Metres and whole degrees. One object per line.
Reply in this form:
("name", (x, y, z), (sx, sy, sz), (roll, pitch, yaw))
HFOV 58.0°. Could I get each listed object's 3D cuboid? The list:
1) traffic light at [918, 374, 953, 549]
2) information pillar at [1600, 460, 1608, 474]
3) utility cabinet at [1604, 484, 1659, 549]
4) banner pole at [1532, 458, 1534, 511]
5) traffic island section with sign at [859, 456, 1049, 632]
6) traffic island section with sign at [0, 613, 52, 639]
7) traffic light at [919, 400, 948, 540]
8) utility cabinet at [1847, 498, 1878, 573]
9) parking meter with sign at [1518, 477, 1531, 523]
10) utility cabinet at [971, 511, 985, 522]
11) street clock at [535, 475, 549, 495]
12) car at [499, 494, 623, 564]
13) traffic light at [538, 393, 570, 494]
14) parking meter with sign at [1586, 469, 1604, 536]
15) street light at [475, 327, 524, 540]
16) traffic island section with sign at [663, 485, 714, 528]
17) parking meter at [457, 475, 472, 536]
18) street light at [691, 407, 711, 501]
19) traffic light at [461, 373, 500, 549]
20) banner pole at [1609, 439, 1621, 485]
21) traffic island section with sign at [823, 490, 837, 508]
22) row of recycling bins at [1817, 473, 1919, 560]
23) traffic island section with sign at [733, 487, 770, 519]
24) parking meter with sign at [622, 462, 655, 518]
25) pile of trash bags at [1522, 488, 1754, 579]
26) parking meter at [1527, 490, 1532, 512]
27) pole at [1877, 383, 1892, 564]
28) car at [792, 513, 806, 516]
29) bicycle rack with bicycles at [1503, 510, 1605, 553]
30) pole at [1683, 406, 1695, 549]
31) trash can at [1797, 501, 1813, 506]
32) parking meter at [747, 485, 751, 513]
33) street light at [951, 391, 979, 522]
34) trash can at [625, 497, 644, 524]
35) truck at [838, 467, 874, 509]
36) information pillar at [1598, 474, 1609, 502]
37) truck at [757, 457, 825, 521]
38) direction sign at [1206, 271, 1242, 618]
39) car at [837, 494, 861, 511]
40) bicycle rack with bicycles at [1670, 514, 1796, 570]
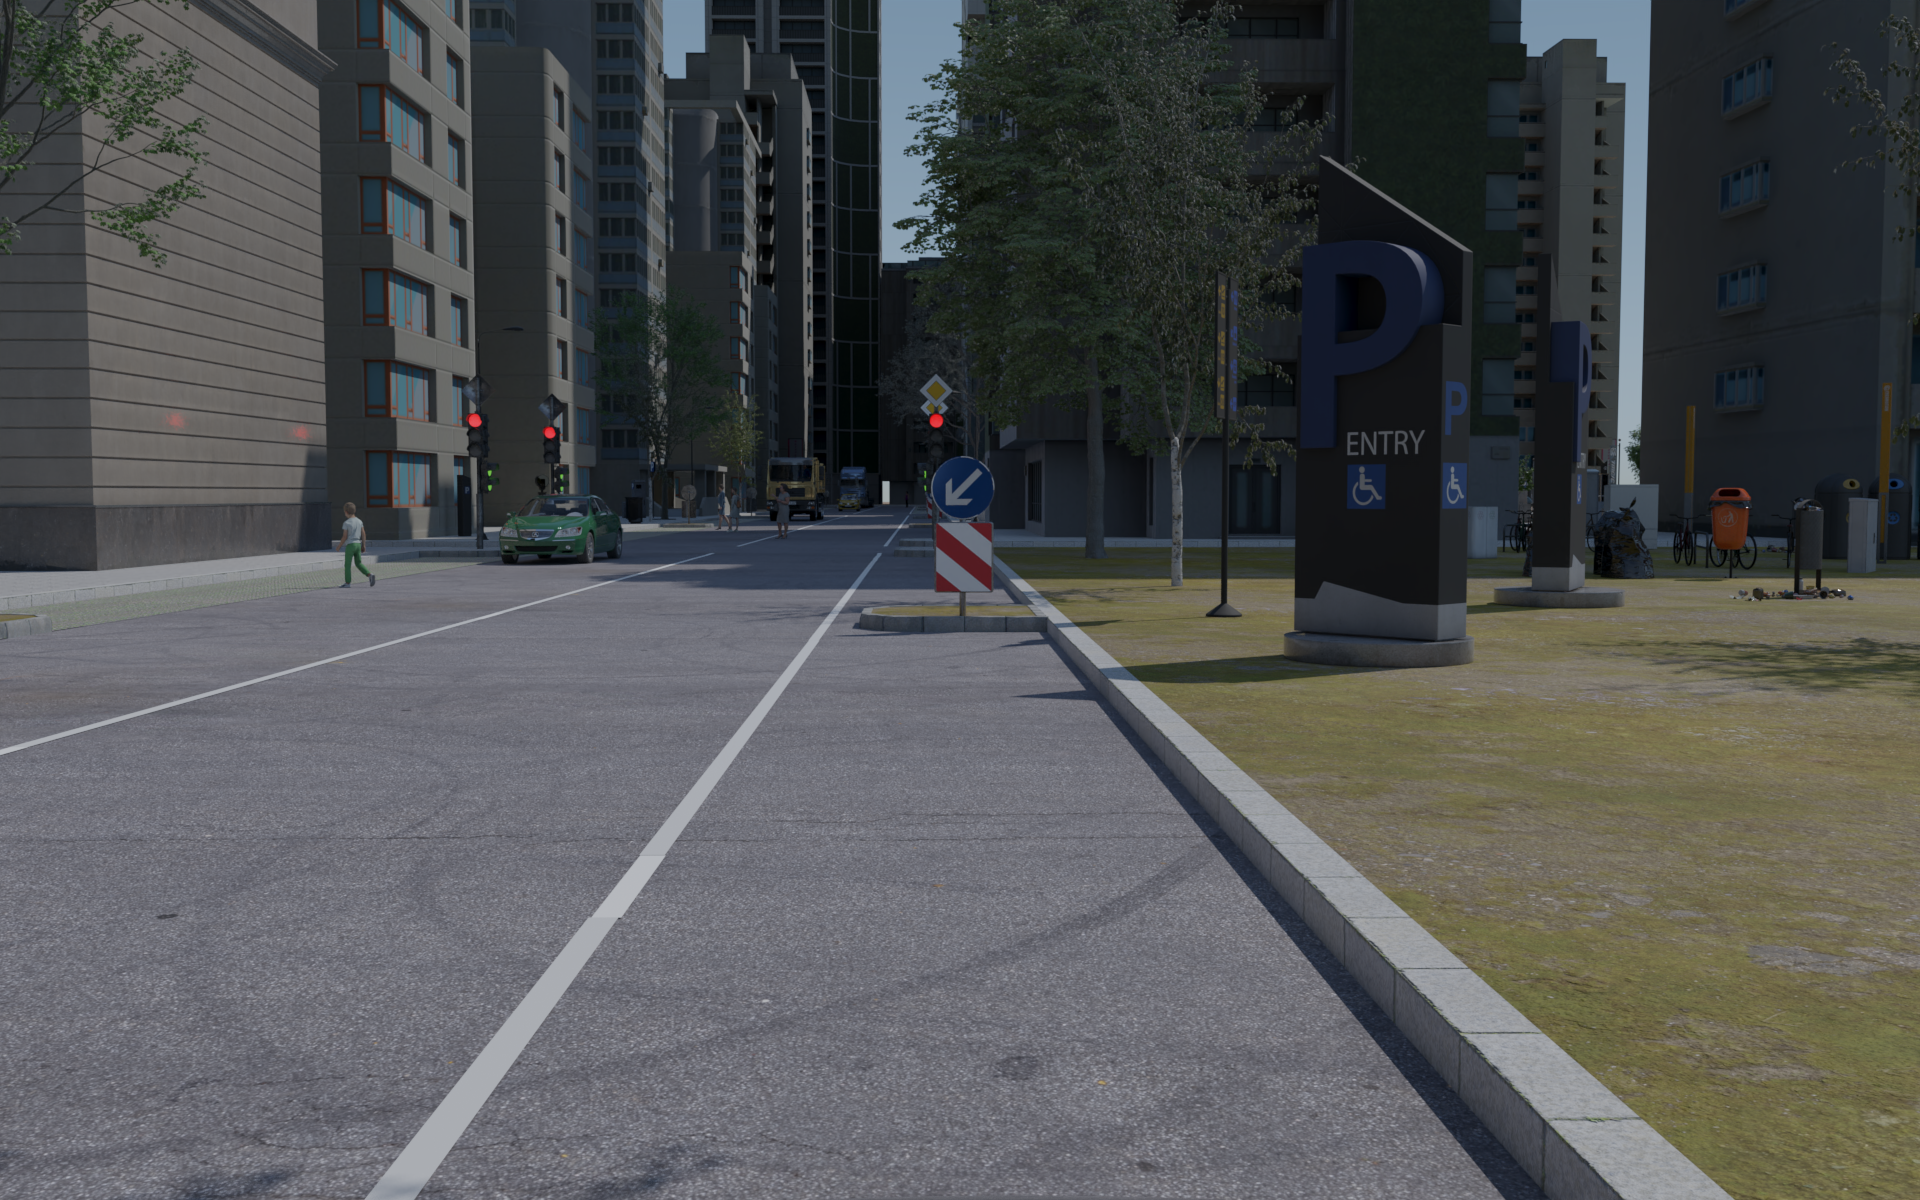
("traffic light", (-0.573, -3.157, 40.534), (0.839, 4.253, 0.868), (0, 4, -1))
("information pillar", (44.265, -7.809, 119.025), (0.504, 3.616, 0.183), (2, 4, 31))
("utility cabinet", (15.418, -1.906, 39.834), (1.173, 1.500, 0.318), (0, 4, -7))
("banner pole", (40.212, -8.024, 121.202), (0.401, 3.779, 0.863), (3, 5, 44))
("traffic island section with sign", (-0.089, -0.629, 18.907), (1.989, 1.847, 2.006), (0, 4, -1))
("traffic island section with sign", (-10.433, -0.543, 17.503), (1.989, 1.847, 2.006), (0, 4, -1))
("traffic light", (-0.735, -3.645, 48.517), (0.839, 4.253, 0.868), (0, 4, -1))
("utility cabinet", (14.881, -1.063, 28.539), (0.306, 1.237, 1.020), (3, 4, 36))
("parking meter with sign", (25.092, -4.978, 77.646), (0.543, 3.016, 1.738), (0, 4, -5))
("utility cabinet", (0.982, -4.282, 81.171), (1.020, 1.237, 0.306), (3, 5, 41))
("street clock", (-15.566, -3.668, 64.537), (0.471, 2.002, 0.358), (-2, 4, -32))
("car", (-8.496, -1.552, 37.168), (2.131, 1.459, 4.920), (0, 4, 1))
("traffic light", (-11.343, -3.631, 48.287), (0.839, 4.253, 0.868), (0, 4, -1))
("parking meter with sign", (19.170, -3.471, 53.012), (1.738, 3.016, 0.543), (0, 4, 3))
("street light", (-12.795, -4.624, 48.149), (1.470, 5.913, 1.316), (0, 4, -1))
("traffic island section with sign", (-11.577, -3.998, 73.989), (1.989, 1.847, 2.006), (0, 4, -1))
("parking meter", (-15.028, -2.863, 52.527), (0.255, 1.863, 0.399), (2, 4, 26))
("street light", (-13.737, -7.321, 92.240), (1.470, 5.913, 1.316), (0, 4, -1))
("traffic light", (-11.181, -3.143, 40.304), (0.839, 4.253, 0.868), (0, 4, -1))
("banner pole", (29.558, -5.389, 78.128), (0.863, 3.779, 0.401), (-2, 4, -29))
("traffic island section with sign", (-13.684, -10.358, 177.986), (1.989, 1.847, 2.006), (0, 4, -1))
("row of recycling bins", (18.629, -1.634, 33.835), (3.534, 1.692, 1.069), (1, 4, 20))
("traffic island section with sign", (-12.124, -5.646, 100.939), (1.989, 1.847, 2.006), (0, 4, -1))
("parking meter with sign", (-17.161, -5.881, 92.416), (1.738, 3.016, 0.543), (-2, 4, -30))
("pile of trash bags", (10.421, -1.047, 26.878), (3.447, 1.369, 1.912), (2, 4, 31))
("parking meter", (28.889, -4.875, 88.111), (0.372, 1.533, 0.369), (0, 3, 0))
("pole", (17.010, -2.326, 31.865), (0.158, 3.312, 0.155), (0, 3, 0))
("car", (-10.130, -6.081, 111.223), (2.131, 1.459, 4.920), (0, 4, -1))
("bicycle rack with bicycles", (13.068, -1.522, 38.267), (2.925, 0.926, 2.852), (-3, 5, -44))
("pole", (16.910, -2.833, 40.158), (0.158, 3.312, 0.155), (0, 3, 0))
("trash can", (17.888, -1.500, 36.183), (0.748, 1.137, 0.748), (0, 3, 0))
("parking meter", (-14.305, -6.823, 117.272), (0.255, 1.863, 0.399), (0, 4, -8))
("street light", (0.186, -6.478, 78.456), (1.470, 5.913, 1.316), (0, 4, -1))
("trash can", (-14.023, -3.865, 74.848), (0.748, 1.137, 0.748), (0, 3, 0))
("truck", (-10.467, -11.481, 177.474), (2.967, 4.110, 18.799), (0, 3, 0))
("information pillar", (23.125, -3.539, 62.359), (0.304, 2.012, 0.304), (-1, 4, -10))
("truck", (-8.874, -5.990, 93.856), (3.469, 3.379, 9.791), (0, 4, -1))
("direction sign", (2.770, -1.595, 18.069), (0.379, 3.537, 0.876), (1, 4, 22))
("car", (-9.190, -8.176, 143.896), (2.015, 1.641, 3.980), (0, 4, -1))
("bicycle rack with bicycles", (13.842, -1.041, 30.403), (2.852, 0.926, 2.925), (1, 4, 18))
